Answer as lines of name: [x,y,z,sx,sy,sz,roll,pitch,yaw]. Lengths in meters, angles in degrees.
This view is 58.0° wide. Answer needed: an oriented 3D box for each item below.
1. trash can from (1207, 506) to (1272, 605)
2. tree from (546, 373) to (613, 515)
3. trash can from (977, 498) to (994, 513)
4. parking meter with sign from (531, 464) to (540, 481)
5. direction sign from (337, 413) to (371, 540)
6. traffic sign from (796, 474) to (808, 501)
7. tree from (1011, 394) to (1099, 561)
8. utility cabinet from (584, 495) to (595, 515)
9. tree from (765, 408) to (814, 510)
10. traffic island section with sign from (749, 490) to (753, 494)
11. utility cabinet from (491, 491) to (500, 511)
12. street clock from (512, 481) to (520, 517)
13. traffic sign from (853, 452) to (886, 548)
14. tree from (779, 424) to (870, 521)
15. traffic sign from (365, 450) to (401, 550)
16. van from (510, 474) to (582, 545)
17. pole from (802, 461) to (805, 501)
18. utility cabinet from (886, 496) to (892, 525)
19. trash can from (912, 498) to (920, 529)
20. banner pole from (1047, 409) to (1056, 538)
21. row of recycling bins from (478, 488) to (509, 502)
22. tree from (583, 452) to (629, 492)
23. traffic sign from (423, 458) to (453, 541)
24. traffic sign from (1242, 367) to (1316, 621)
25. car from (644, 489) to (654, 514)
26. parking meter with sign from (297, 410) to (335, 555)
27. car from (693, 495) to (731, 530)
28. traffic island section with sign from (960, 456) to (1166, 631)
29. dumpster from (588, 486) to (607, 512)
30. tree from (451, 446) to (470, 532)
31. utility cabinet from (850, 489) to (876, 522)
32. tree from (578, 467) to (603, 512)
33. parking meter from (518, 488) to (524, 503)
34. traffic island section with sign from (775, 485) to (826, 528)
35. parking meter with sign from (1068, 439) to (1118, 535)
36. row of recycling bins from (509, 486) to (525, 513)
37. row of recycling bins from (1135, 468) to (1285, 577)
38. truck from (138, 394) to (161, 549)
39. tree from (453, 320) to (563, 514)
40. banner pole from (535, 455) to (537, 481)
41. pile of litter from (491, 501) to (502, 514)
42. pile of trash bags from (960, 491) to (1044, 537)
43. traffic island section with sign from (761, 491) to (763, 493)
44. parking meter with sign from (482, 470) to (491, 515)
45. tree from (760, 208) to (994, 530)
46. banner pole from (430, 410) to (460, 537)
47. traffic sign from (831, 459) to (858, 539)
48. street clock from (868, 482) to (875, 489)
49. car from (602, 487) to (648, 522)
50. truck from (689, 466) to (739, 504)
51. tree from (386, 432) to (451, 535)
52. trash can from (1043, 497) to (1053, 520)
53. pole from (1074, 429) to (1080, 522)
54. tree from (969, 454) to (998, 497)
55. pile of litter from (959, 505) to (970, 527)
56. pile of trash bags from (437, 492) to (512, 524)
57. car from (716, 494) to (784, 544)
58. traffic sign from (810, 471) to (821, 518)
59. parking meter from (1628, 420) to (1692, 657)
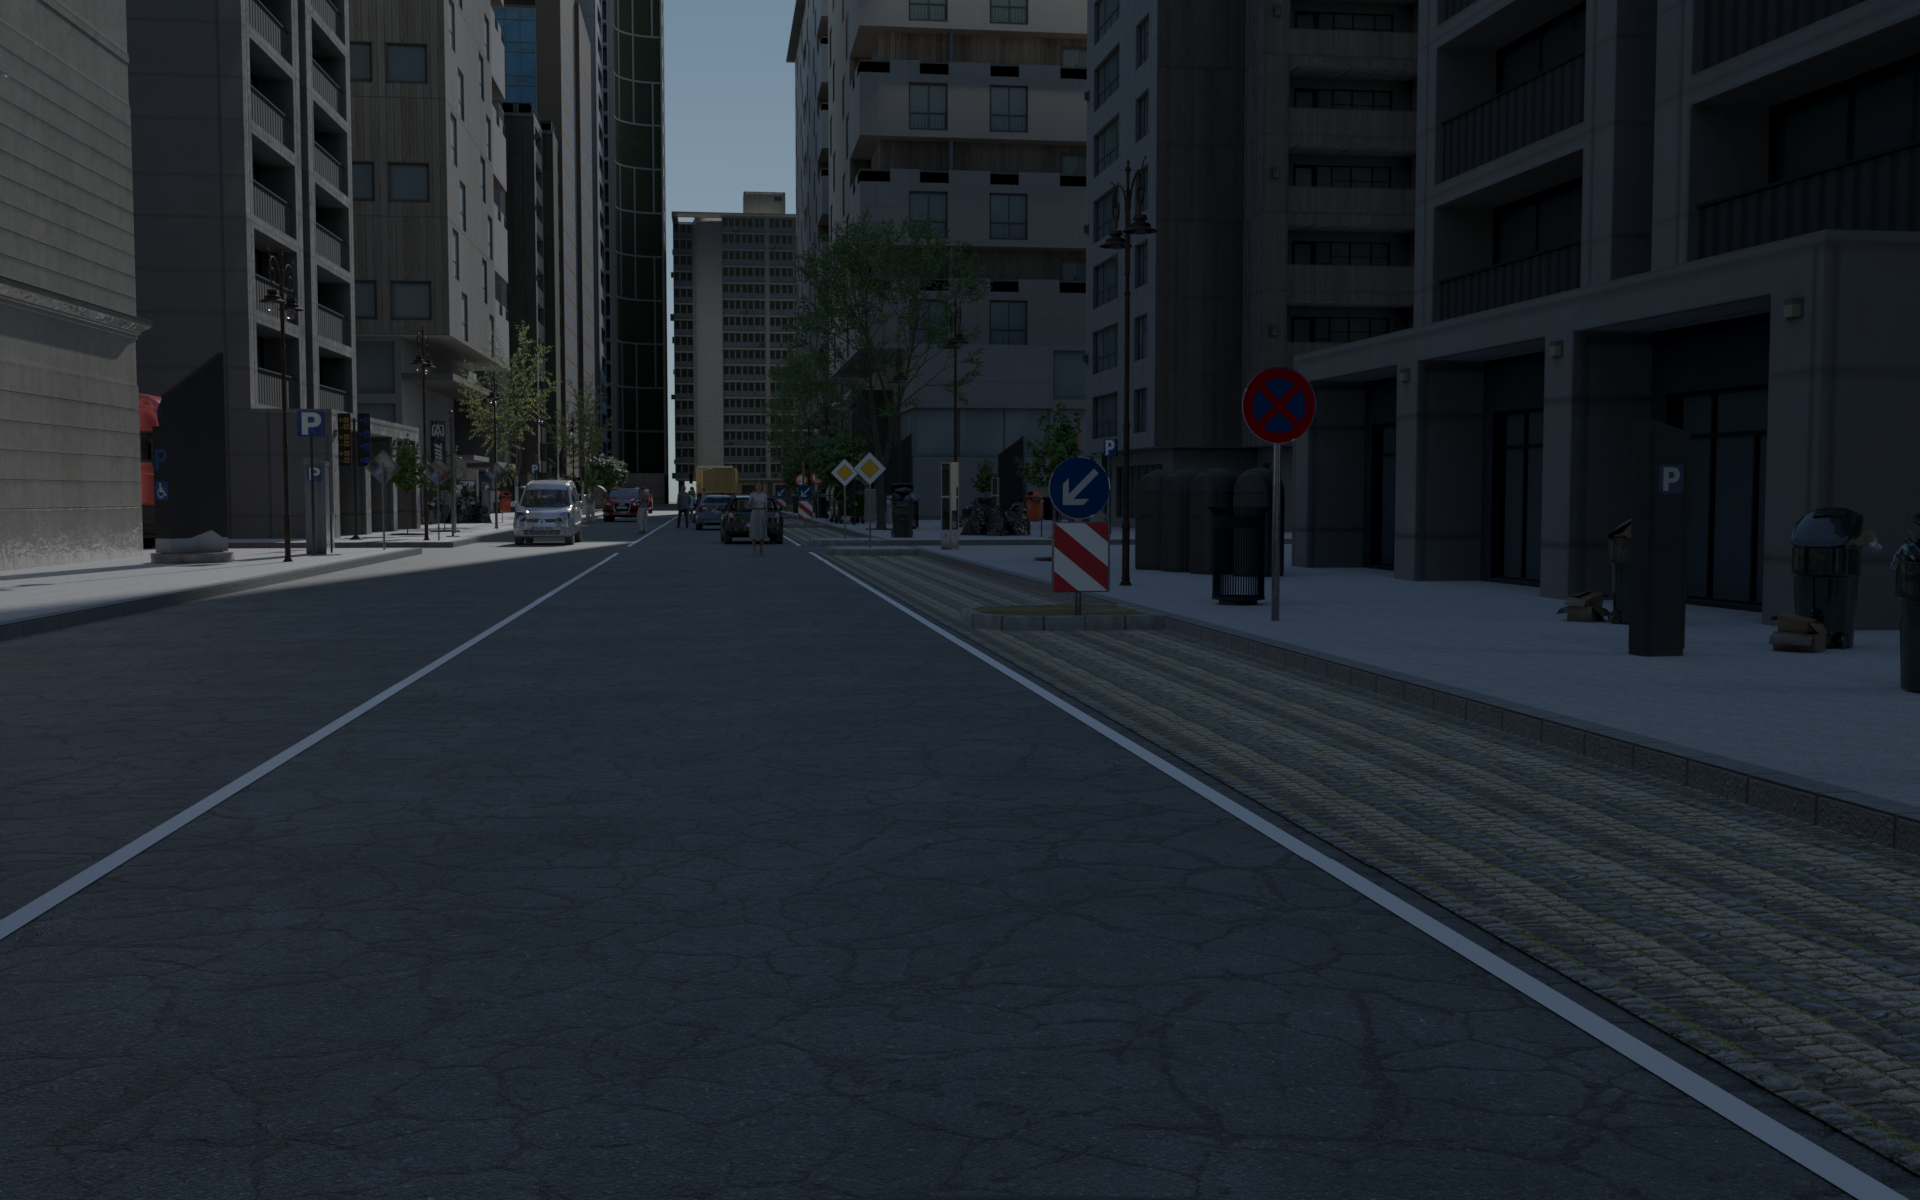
trash can: [3.239,-0.519,20.132,0.748,1.137,0.748,0,3,0]
tree: [-23.155,-9.511,105.874,4.737,8.622,4.395,0,3,0]
trash can: [1.056,-3.669,71.646,0.748,1.137,0.748,0,3,0]
parking meter with sign: [-24.562,-6.466,101.975,0.543,3.016,1.738,1,4,17]
direction sign: [-16.949,-3.458,48.535,0.876,3.537,0.379,-1,4,-8]
traffic sign: [-9.998,-6.686,109.429,0.768,2.556,0.104,0,4,-5]
tree: [2.036,-2.377,33.468,1.663,3.219,1.824,0,3,0]
utility cabinet: [-23.116,-5.926,108.055,0.306,1.237,1.020,1,4,14]
tree: [-13.535,-11.546,139.138,4.737,8.622,4.395,0,3,0]
traffic island section with sign: [-21.366,-10.300,177.034,1.989,1.847,2.006,0,4,-8]
utility cabinet: [-31.572,-6.636,117.178,1.173,1.500,0.318,3,4,37]
street clock: [-24.049,-5.465,93.917,0.358,2.002,0.471,-3,5,-42]
traffic sign: [-2.152,-2.304,41.318,0.795,2.450,0.064,0,4,-8]
tree: [-5.635,-5.993,81.695,4.285,4.588,4.351,0,3,0]
traffic sign: [-13.239,-2.210,39.772,0.795,2.450,0.064,0,4,-8]
van: [-11.889,-2.632,50.051,2.013,2.044,4.112,0,4,-8]
pole: [-9.779,-6.992,108.161,0.158,3.312,0.155,0,3,0]
utility cabinet: [-2.939,-3.805,73.368,0.306,1.237,1.020,0,4,-5]
trash can: [-1.816,-3.161,63.338,0.748,1.137,0.748,0,3,0]
banner pole: [2.865,-3.672,50.051,0.401,3.779,0.863,-2,4,-34]
row of recycling bins: [-32.958,-6.906,120.022,3.534,1.692,1.069,0,4,-2]
tree: [-29.240,-9.846,144.698,4.285,4.588,4.351,0,3,0]
traffic sign: [-14.360,-2.693,47.678,0.795,2.450,0.064,0,4,-8]
traffic sign: [3.197,-1.063,17.485,0.768,2.556,0.104,0,4,-7]
car: [-23.940,-7.361,129.020,2.281,1.827,5.304,-1,4,-9]
parking meter with sign: [-13.718,-2.493,37.016,0.543,3.016,1.738,-1,4,-12]
car: [-9.807,-3.552,70.083,2.014,1.417,4.499,0,4,-8]
traffic island section with sign: [1.048,-0.633,18.973,1.989,1.847,2.006,0,4,-8]
dumpster: [-25.234,-7.006,120.300,1.264,1.857,1.865,0,4,-8]
tree: [-17.437,-3.934,58.918,1.663,3.219,1.824,0,3,0]
utility cabinet: [-4.429,-4.302,79.014,1.173,1.500,0.318,-1,4,-15]
tree: [-26.590,-7.915,124.004,1.663,3.219,1.824,0,3,0]
parking meter: [-18.764,-4.022,74.173,0.372,1.533,0.369,0,3,0]
traffic island section with sign: [-6.746,-3.990,73.871,1.989,1.847,2.006,0,4,-8]
parking meter with sign: [4.127,-3.544,54.201,1.738,3.016,0.543,-3,5,-41]
row of recycling bins: [-21.770,-5.061,89.860,3.534,1.692,1.069,3,5,40]
row of recycling bins: [4.012,-1.293,28.257,1.069,1.692,3.534,-2,4,-28]
truck: [-23.587,-3.200,41.232,11.283,4.237,2.839,-1,4,-8]
tree: [-18.826,-7.464,72.401,4.360,8.622,3.978,0,3,0]
banner pole: [-27.311,-7.445,111.736,0.401,3.779,0.863,-1,4,-18]
pile of litter: [-30.939,-6.166,114.775,1.176,0.858,1.719,3,5,43]
pile of trash bags: [1.501,-2.659,53.225,1.912,1.369,3.447,-2,4,-33]
traffic island section with sign: [-10.601,-5.655,101.079,1.989,1.847,2.006,0,4,-8]
parking meter with sign: [-29.749,-6.885,108.834,0.543,3.016,1.738,-2,4,-26]
tree: [-2.734,-8.327,61.902,9.928,11.665,9.643,0,3,0]
banner pole: [-15.477,-3.789,51.961,0.863,3.779,0.401,0,4,1]
traffic sign: [-3.274,-2.788,49.224,0.795,2.450,0.064,0,4,-8]
street clock: [-4.329,-4.895,84.608,0.358,2.002,0.471,1,4,11]
car: [-17.518,-5.022,90.782,2.281,1.827,5.304,0,4,-6]
truck: [-16.659,-7.479,118.199,3.469,3.379,9.791,-1,4,-10]
tree: [-17.156,-3.641,54.128,1.663,3.219,1.824,0,3,0]
trash can: [4.362,-4.459,84.565,0.748,1.137,0.748,0,3,0]
pole: [3.543,-3.588,52.500,0.158,3.312,0.155,0,3,0]
tree: [1.155,-5.474,84.104,1.663,3.219,1.824,0,3,0]
pile of litter: [0.102,-3.257,67.222,1.176,0.858,1.719,-1,4,-16]
pile of trash bags: [-21.428,-4.097,76.742,3.447,1.369,1.912,-3,5,-44]
car: [-6.156,-2.520,50.989,2.009,1.686,4.222,-1,4,-10]
traffic sign: [-7.515,-5.593,91.559,0.768,2.556,0.104,0,4,-3]
parking meter: [5.560,-0.492,13.753,0.399,1.863,0.255,-1,4,-16]
